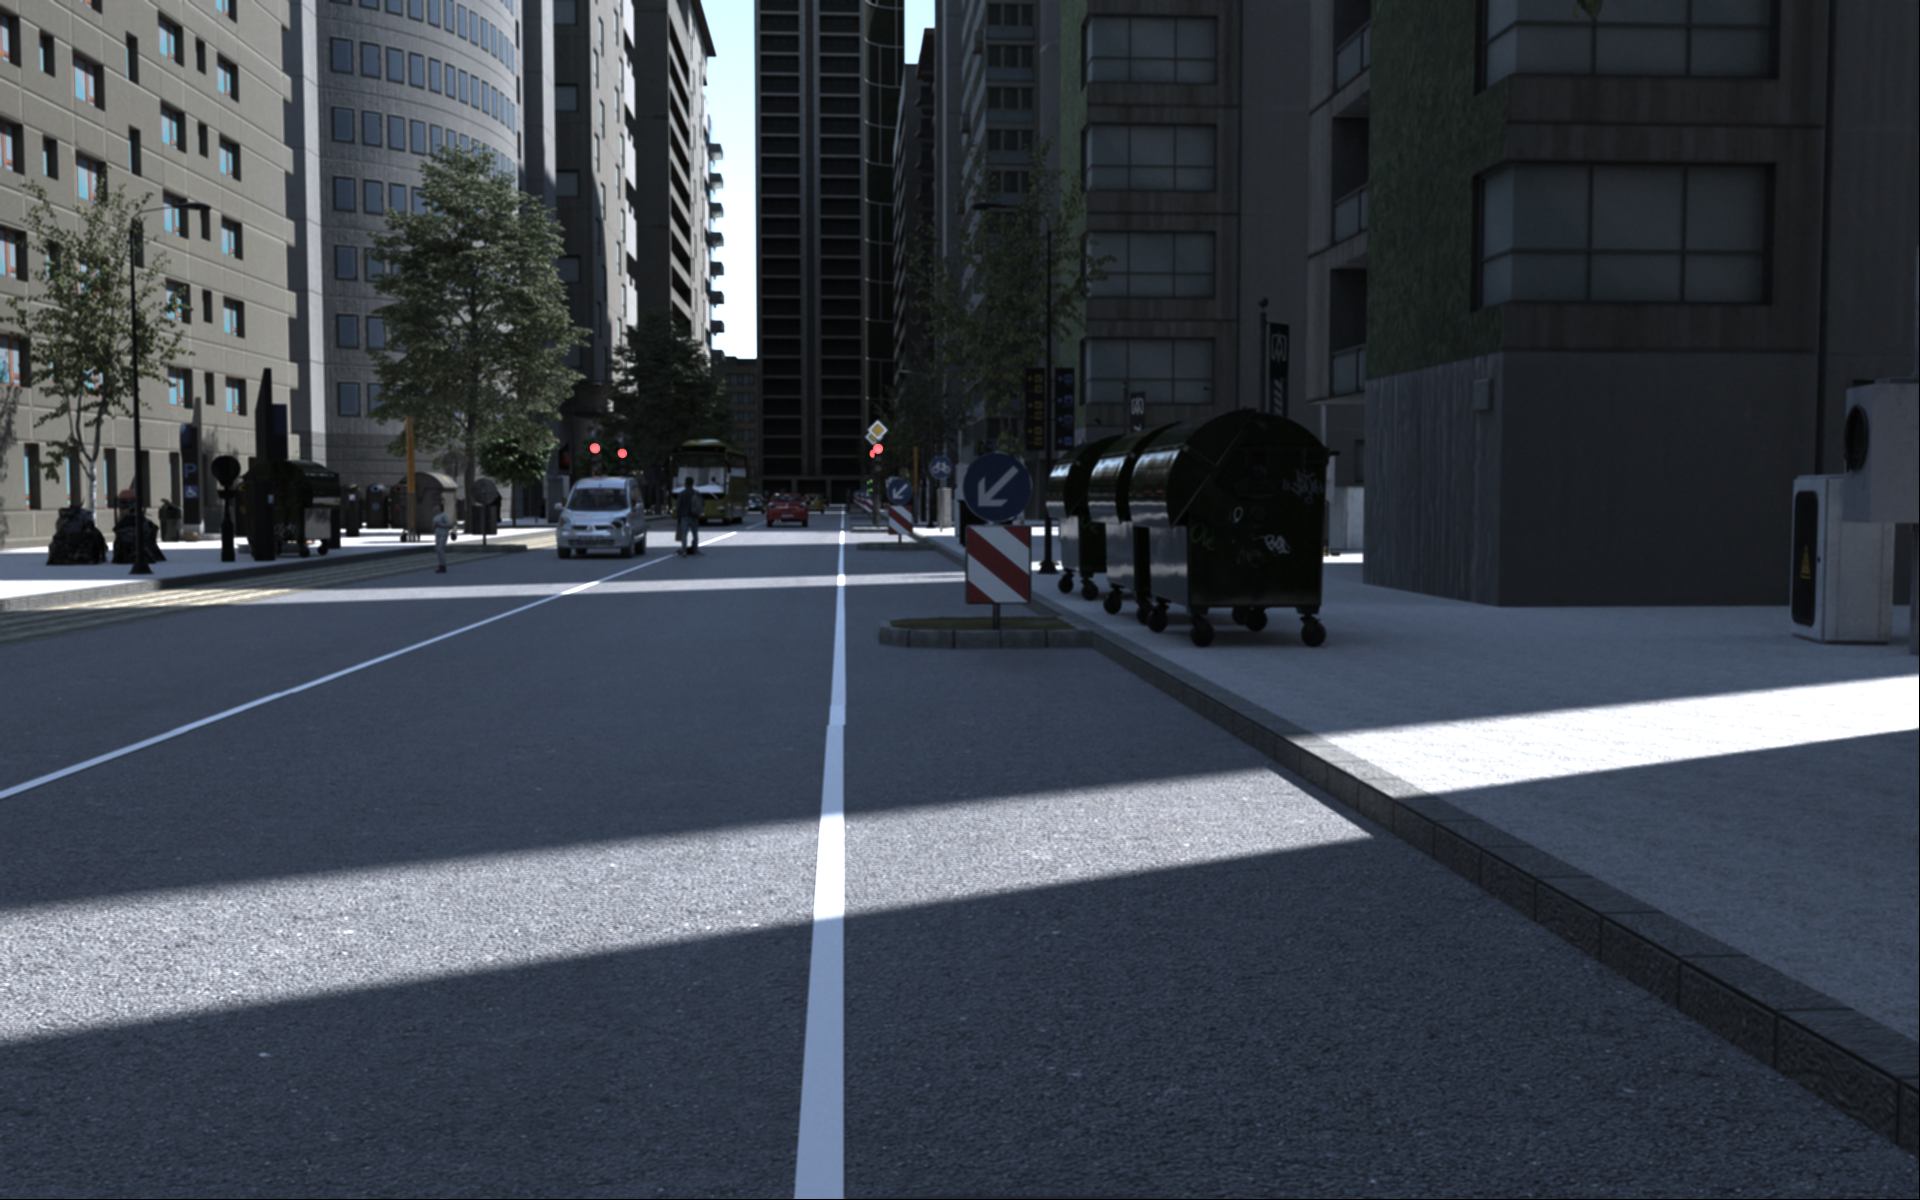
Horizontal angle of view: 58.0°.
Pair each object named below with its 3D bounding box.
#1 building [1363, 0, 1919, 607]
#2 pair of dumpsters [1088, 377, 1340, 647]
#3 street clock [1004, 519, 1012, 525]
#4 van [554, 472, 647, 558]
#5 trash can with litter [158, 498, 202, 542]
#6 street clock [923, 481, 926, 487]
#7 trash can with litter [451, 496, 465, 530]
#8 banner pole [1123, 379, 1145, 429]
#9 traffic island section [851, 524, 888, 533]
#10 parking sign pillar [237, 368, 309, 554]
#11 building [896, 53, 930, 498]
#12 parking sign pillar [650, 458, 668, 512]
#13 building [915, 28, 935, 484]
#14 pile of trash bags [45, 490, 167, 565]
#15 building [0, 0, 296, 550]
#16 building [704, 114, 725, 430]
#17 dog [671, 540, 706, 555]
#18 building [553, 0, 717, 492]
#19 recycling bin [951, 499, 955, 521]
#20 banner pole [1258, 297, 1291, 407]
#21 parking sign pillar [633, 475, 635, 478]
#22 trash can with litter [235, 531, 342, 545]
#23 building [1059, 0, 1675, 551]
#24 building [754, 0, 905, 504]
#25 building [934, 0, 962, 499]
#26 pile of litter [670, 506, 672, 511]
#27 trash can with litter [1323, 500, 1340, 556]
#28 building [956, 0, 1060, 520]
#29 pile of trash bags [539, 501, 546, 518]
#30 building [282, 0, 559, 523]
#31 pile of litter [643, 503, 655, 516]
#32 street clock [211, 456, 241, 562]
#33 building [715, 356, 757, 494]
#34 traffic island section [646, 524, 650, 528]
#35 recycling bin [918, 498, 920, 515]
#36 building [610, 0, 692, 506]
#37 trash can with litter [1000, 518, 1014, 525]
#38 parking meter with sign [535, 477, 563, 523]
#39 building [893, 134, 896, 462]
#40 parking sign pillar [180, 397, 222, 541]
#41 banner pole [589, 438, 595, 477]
[{"bbox_3d":[12.649,-20.923,25.680,14.154,41.232,14.086,0,4,-4],"label":"building"},{"bbox_3d":[2.302,-0.855,16.475,1.574,2.255,4.437,0,4,-4],"label":"pair of dumpsters"},{"bbox_3d":[1.081,-2.089,38.720,0.358,2.002,0.471,0,4,3],"label":"street clock"},{"bbox_3d":[-8.250,-2.018,40.005,2.013,2.044,4.112,0,4,-4],"label":"van"},{"bbox_3d":[-20.860,-2.137,46.324,1.055,1.170,0.624,-1,4,-17],"label":"trash can with litter"},{"bbox_3d":[-1.755,-5.505,94.579,0.471,2.002,0.358,0,4,-5],"label":"street clock"},{"bbox_3d":[-18.283,-3.098,61.718,2.233,1.210,1.678,0,4,-6],"label":"trash can with litter"},{"bbox_3d":[3.735,-2.908,37.561,0.401,3.779,0.863,-3,4,-37],"label":"banner pole"},{"bbox_3d":[-3.075,-2.642,65.485,2.009,0.180,2.903,0,4,-4],"label":"traffic island section"},{"bbox_3d":[-15.020,-3.015,37.768,1.447,3.967,1.447,-2,4,-31],"label":"parking sign pillar"},{"bbox_3d":[4.299,-34.548,188.556,21.300,48.544,21.600,0,4,-4],"label":"building"},{"bbox_3d":[-21.657,-8.346,124.925,1.447,3.967,1.447,1,4,13],"label":"parking sign pillar"},{"bbox_3d":[7.072,-31.131,163.614,22.147,44.769,28.867,0,4,-4],"label":"building"},{"bbox_3d":[-16.079,-1.416,32.907,1.912,1.369,3.447,-1,4,-15],"label":"pile of trash bags"},{"bbox_3d":[-37.005,-12.318,46.447,28.899,21.520,27.650,0,4,-4],"label":"building"},{"bbox_3d":[-43.682,-35.890,206.403,30.456,49.044,23.786,0,4,-4],"label":"building"},{"bbox_3d":[-6.384,-1.254,40.695,0.748,0.427,0.550,3,5,42],"label":"dog"},{"bbox_3d":[-40.504,-36.195,181.029,28.713,52.752,27.495,0,4,-4],"label":"building"},{"bbox_3d":[-0.056,-4.311,83.037,0.722,1.027,0.722,1,4,18],"label":"recycling bin"},{"bbox_3d":[4.010,-1.975,22.303,0.401,3.779,0.863,3,5,42],"label":"banner pole"},{"bbox_3d":[-27.930,-9.678,146.701,1.447,3.967,1.447,-2,4,-24],"label":"parking sign pillar"},{"bbox_3d":[-17.169,-2.000,43.750,2.233,1.210,1.678,1,4,11],"label":"trash can with litter"},{"bbox_3d":[9.543,-22.261,47.566,14.154,41.232,14.086,0,4,-4],"label":"building"},{"bbox_3d":[-17.960,-49.233,243.217,20.611,71.187,20.563,0,4,-4],"label":"building"},{"bbox_3d":[8.678,-35.490,122.265,21.231,58.520,28.212,0,4,-4],"label":"building"},{"bbox_3d":[-23.900,-7.907,143.238,1.719,0.858,1.176,0,4,3],"label":"pile of litter"},{"bbox_3d":[7.002,-1.524,35.982,2.233,1.210,1.678,-1,4,-13],"label":"trash can with litter"},{"bbox_3d":[12.319,-24.429,91.295,23.993,40.220,32.217,0,4,-4],"label":"building"},{"bbox_3d":[-21.525,-5.044,92.229,1.912,1.369,3.447,0,4,0],"label":"pile of trash bags"},{"bbox_3d":[-33.275,-33.302,86.487,21.231,58.520,28.212,0,4,-4],"label":"building"},{"bbox_3d":[-18.561,-5.383,101.982,1.176,0.858,1.719,3,4,36],"label":"pile of litter"},{"bbox_3d":[-13.887,-1.727,32.808,0.471,2.002,0.358,0,4,-2],"label":"street clock"},{"bbox_3d":[-42.901,-24.565,246.682,28.899,21.520,27.650,0,4,-4],"label":"building"},{"bbox_3d":[-14.130,-3.087,72.751,2.009,0.180,2.903,0,4,-4],"label":"traffic island section"},{"bbox_3d":[-2.891,-5.810,107.550,0.722,1.027,0.722,-3,4,-38],"label":"recycling bin"},{"bbox_3d":[-35.975,-32.612,156.904,21.300,48.544,21.600,0,4,-4],"label":"building"},{"bbox_3d":[1.273,-1.991,43.944,0.624,1.170,1.055,-3,4,-36],"label":"trash can with litter"},{"bbox_3d":[-17.797,-4.885,76.136,1.738,3.016,0.543,-1,4,-20],"label":"parking meter with sign"},{"bbox_3d":[2.892,-35.918,210.958,21.300,48.544,21.600,0,4,-4],"label":"building"},{"bbox_3d":[-21.095,-3.616,47.599,1.447,3.967,1.447,-1,4,-19],"label":"parking sign pillar"},{"bbox_3d":[-16.437,-5.350,77.484,0.401,3.779,0.863,-2,4,-25],"label":"banner pole"}]
